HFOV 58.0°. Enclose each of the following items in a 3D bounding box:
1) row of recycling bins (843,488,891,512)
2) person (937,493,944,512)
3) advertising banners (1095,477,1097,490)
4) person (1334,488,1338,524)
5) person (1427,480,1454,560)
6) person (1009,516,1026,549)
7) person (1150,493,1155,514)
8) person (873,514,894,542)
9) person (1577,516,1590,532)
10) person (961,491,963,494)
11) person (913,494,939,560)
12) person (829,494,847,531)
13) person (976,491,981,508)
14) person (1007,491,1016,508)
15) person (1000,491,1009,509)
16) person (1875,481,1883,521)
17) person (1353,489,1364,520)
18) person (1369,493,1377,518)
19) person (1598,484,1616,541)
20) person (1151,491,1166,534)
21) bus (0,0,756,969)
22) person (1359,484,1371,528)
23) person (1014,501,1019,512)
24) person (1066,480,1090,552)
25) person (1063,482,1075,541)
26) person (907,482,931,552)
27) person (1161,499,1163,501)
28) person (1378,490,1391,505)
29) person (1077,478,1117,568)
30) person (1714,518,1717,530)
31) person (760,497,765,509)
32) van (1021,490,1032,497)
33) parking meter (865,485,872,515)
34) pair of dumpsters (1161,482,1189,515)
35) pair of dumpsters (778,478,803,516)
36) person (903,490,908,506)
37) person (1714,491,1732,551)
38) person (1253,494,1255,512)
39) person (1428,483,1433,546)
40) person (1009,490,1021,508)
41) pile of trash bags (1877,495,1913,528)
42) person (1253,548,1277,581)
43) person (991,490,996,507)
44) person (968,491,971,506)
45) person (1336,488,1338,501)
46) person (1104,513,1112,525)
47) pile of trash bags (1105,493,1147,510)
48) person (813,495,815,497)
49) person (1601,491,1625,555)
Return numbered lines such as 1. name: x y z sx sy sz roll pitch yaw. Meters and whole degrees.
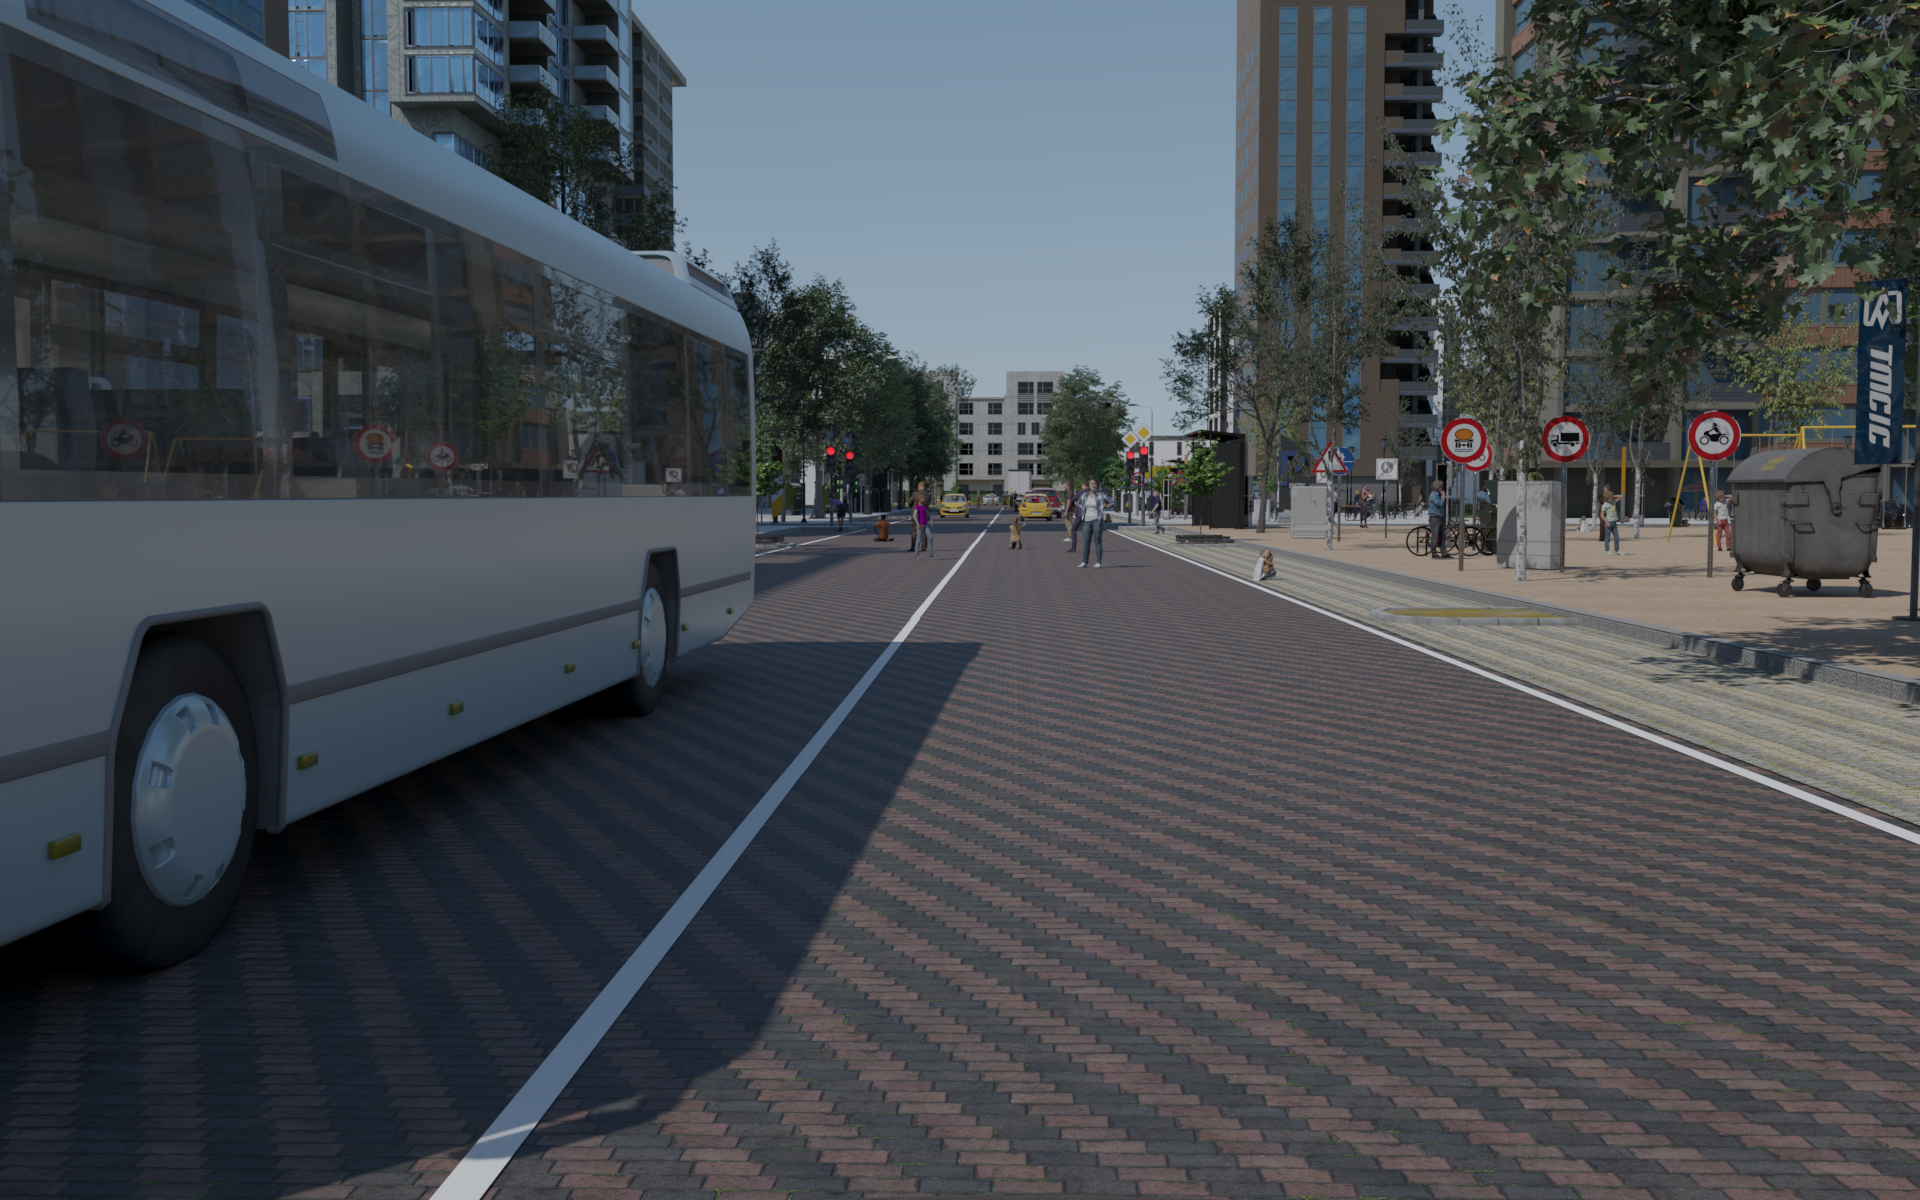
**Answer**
1. row of recycling bins: -6.614 -7.113 123.404 3.534 1.692 1.069 1 4 12
2. person: -1.311 -7.136 127.875 0.600 1.496 0.574 2 4 27
3. advertising banners: 11.317 -8.926 142.119 0.090 3.025 2.074 0 4 -5
4. person: 16.246 -4.106 75.389 0.590 1.554 0.614 -3 4 -36
5. person: 9.358 -1.566 33.860 0.499 1.552 0.429 -2 4 -32
6. person: 1.483 -1.758 45.164 0.347 0.859 0.695 1 4 16
7. person: 11.620 -5.899 104.861 0.453 1.535 0.546 1 4 12
8. person: -2.403 -2.174 52.337 0.859 0.850 0.655 -3 4 -36
9. person: 21.056 -2.564 58.443 0.381 0.543 0.357 -1 4 -9
10. person: 0.236 -11.502 196.515 0.705 1.831 1.348 -2 4 -31
11. person: -0.700 -1.579 37.559 0.776 1.435 0.726 2 4 33
12. person: -4.703 -3.352 66.531 0.697 1.427 0.421 1 4 15
13. person: 1.911 -10.599 182.342 0.434 1.755 0.990 -2 4 -26
14. person: 5.080 -9.970 172.237 1.217 1.736 0.721 -3 4 -36
15. person: 4.321 -9.731 168.340 1.217 1.736 0.721 3 5 41
16. person: 28.315 -2.881 53.832 0.565 1.739 0.600 0 4 0
17. person: 19.648 -4.693 85.319 0.613 1.512 0.480 1 4 19
18. person: 22.515 -5.173 94.526 0.435 1.345 0.340 0 4 -5
19. person: 17.507 -2.358 46.861 0.482 1.546 0.388 1 4 9
20. person: 7.014 -3.090 61.238 0.471 1.553 0.569 3 4 39
21. bus: -3.386 -0.809 8.081 2.948 3.499 13.247 0 4 3
22. person: 15.197 -3.509 64.883 0.415 1.643 0.593 -3 4 -38
23. person: 4.710 -7.589 140.867 0.655 0.850 0.859 2 4 24
24. person: 2.961 -2.062 42.666 0.683 1.767 0.568 -1 4 -22
25. person: 3.283 -2.684 52.506 0.434 1.807 0.598 2 4 26
26. person: -1.045 -2.092 43.384 0.600 1.739 0.565 2 4 32
27. person: 27.166 -13.598 231.270 0.683 1.767 0.568 -2 4 -26
28. person: 28.762 -6.690 117.375 0.963 1.587 0.435 0 4 -3
29. person: 2.590 -1.487 33.537 0.841 1.734 0.376 2 4 32
30. person: 27.376 -2.948 62.523 0.655 0.850 0.859 3 5 44
31. person: -17.048 -8.747 149.783 0.841 1.734 0.376 -3 5 -44
32. van: 7.793 -11.340 192.417 2.013 2.044 4.112 0 4 3
33. parking meter: -5.647 -6.189 106.905 0.399 1.863 0.255 2 4 30
34. pair of dumpsters: 13.501 -6.461 108.128 1.574 2.255 4.437 0 4 2
35. pair of dumpsters: -10.335 -6.229 104.342 1.574 2.255 4.437 0 4 2
36. person: -5.832 -10.862 184.318 0.721 1.739 1.217 1 4 22
37. person: 17.166 -1.769 38.875 0.435 1.345 0.340 -1 4 -20
38. person: 20.618 -6.978 122.400 0.482 1.546 0.388 1 4 20
39. person: 11.672 -2.110 42.604 0.319 1.574 0.516 1 4 15
40. person: 5.748 -10.567 181.288 1.348 1.822 0.705 1 4 10
41. pile of trash bags: 35.642 -3.411 65.526 3.447 1.369 1.912 1 4 13
42. person: 5.034 -0.588 28.591 0.357 0.543 0.381 -1 4 -9
43. person: 3.568 -10.953 187.586 0.705 1.824 1.348 -1 4 -17
44. person: 1.228 -11.816 202.369 0.721 1.739 1.217 0 4 -2
45. person: 26.936 -7.138 123.675 0.530 1.710 0.541 1 4 23
46. person: 6.830 -3.729 79.941 0.381 0.543 0.357 1 4 17
47. pile of trash bags: 13.017 -7.826 137.702 3.447 1.369 1.912 -1 4 -22
48. person: -16.790 -11.967 202.224 0.721 1.766 1.217 -2 4 -34
49. person: 13.653 -1.606 36.203 0.435 1.345 0.340 -2 4 -30
